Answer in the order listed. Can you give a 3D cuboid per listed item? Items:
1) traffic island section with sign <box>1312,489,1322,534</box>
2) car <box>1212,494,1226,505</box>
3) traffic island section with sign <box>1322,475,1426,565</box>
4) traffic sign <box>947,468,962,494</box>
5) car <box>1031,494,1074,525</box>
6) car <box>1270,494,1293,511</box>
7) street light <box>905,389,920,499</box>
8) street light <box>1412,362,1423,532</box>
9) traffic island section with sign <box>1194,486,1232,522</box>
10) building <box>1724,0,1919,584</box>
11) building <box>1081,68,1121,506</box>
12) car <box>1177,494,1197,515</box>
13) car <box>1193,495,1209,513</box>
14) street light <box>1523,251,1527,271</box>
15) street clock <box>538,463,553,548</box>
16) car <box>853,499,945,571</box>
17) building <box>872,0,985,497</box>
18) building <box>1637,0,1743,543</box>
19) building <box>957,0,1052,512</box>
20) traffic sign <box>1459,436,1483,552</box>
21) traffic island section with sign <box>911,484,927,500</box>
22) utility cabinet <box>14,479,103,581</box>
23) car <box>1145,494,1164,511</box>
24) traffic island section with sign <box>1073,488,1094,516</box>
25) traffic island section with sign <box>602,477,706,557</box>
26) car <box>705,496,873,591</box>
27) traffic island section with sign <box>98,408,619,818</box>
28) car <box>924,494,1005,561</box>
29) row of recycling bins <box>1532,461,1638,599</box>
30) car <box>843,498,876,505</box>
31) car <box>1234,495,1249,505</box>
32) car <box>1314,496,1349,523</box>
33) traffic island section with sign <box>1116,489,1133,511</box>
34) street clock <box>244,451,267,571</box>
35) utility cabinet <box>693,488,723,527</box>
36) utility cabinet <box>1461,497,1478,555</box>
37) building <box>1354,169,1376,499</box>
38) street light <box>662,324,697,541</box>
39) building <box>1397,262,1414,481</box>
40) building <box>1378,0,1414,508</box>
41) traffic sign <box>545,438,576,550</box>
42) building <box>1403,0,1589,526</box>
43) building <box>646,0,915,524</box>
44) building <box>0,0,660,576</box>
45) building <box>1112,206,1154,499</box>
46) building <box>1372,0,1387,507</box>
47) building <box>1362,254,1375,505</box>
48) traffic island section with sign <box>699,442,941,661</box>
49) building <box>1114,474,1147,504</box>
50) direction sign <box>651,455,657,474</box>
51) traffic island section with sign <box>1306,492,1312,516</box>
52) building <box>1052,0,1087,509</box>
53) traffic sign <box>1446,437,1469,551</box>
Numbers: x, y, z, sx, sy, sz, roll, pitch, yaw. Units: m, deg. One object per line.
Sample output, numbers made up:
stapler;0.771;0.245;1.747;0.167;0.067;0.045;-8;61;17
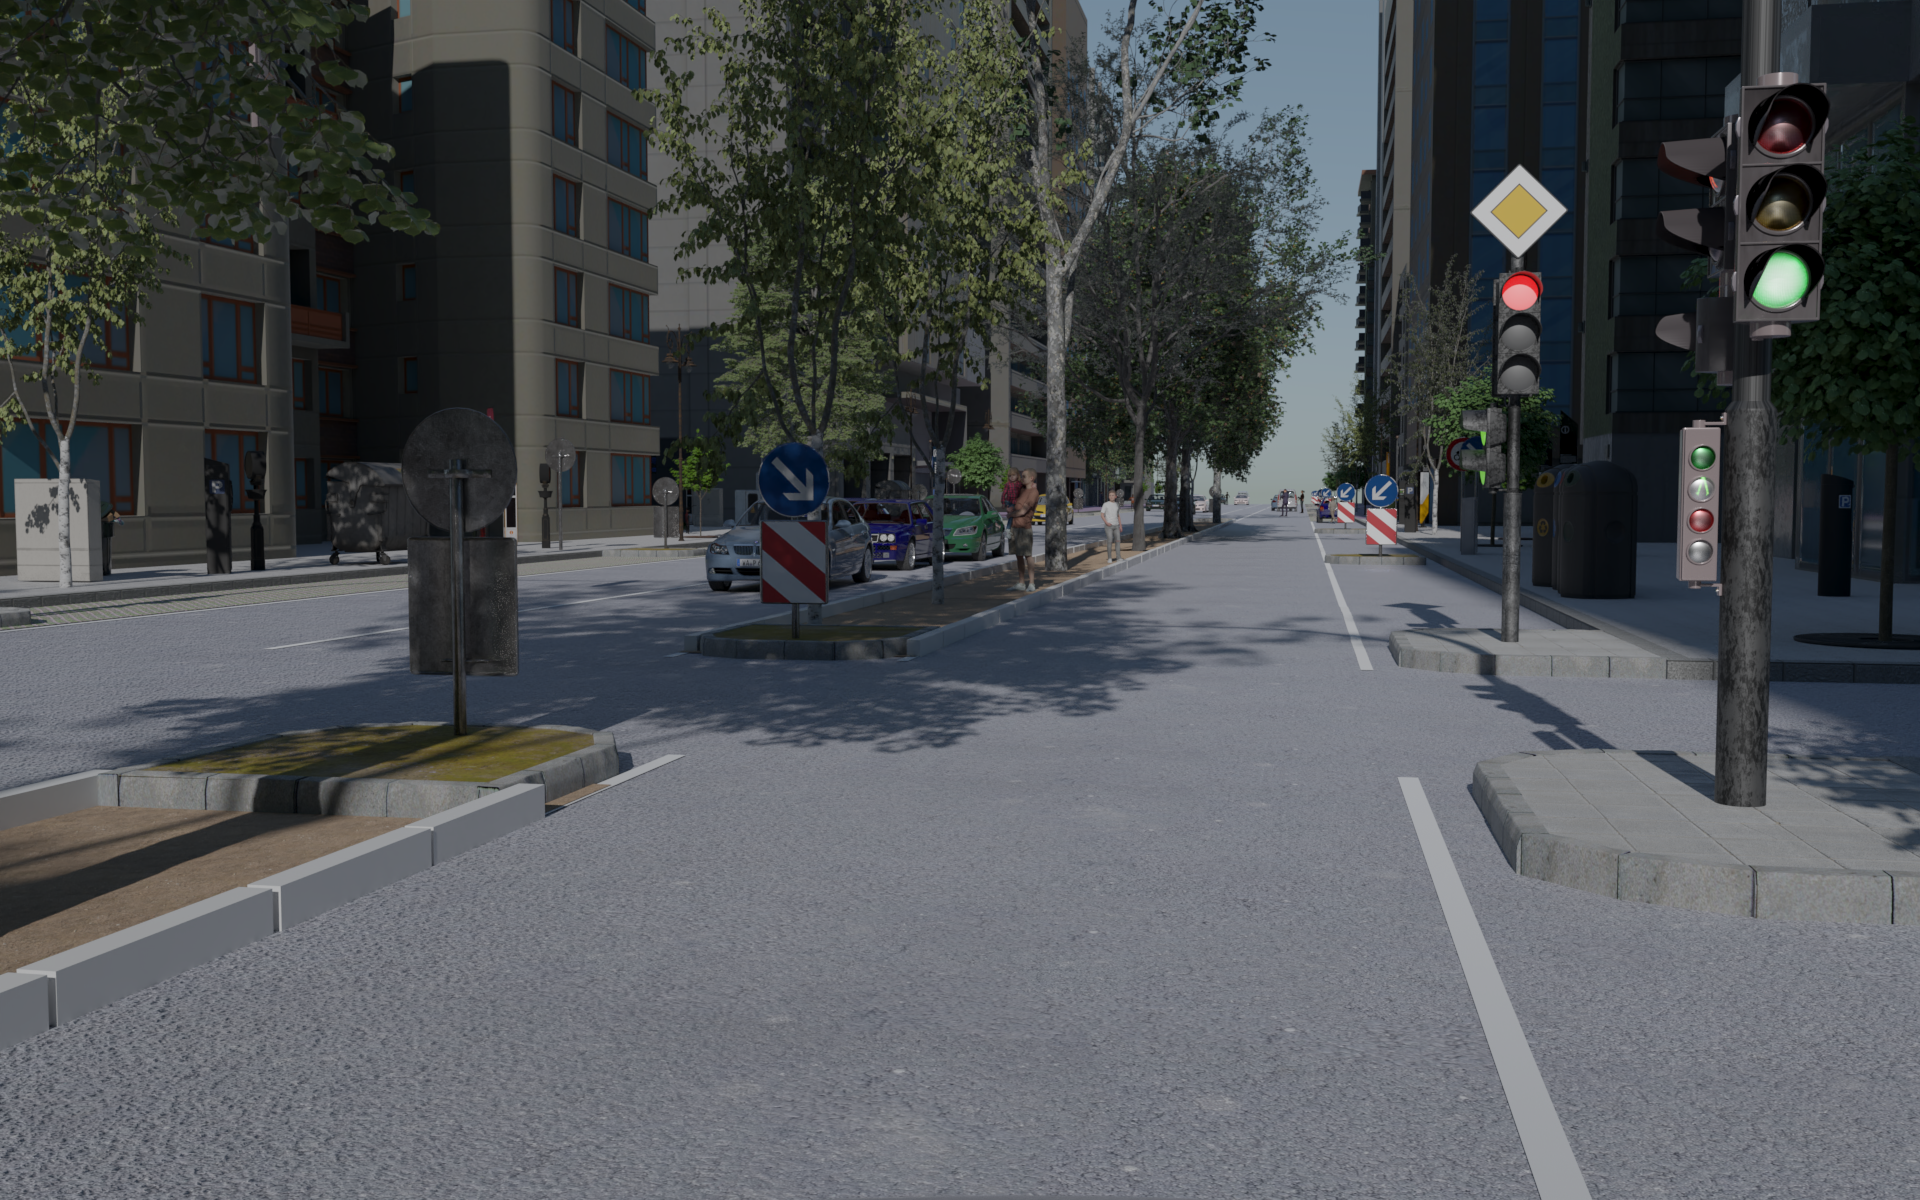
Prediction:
traffic island section with sign;13.980;-3.345;63.324;1.989;1.847;2.006;1;4;11
car;35.381;-13.850;236.226;2.009;1.686;4.222;1;4;10
traffic island section with sign;8.605;-1.673;35.978;1.989;1.847;2.006;1;4;11
traffic sign;-0.297;-5.225;85.540;0.768;2.556;0.104;1;4;12
car;4.241;-4.270;80.044;2.015;1.641;3.980;1;4;10
car;27.479;-8.305;147.790;2.014;1.417;4.499;1;4;12
street light;-2.122;-6.263;75.189;0.468;5.910;1.993;1;4;11
street light;15.624;-5.281;59.140;0.468;5.910;1.993;1;4;11
traffic island section with sign;13.168;-4.984;89.631;2.006;1.907;1.989;1;4;11
building;27.893;-24.807;25.210;30.456;49.044;23.786;1;4;11
building;6.059;-35.167;194.596;23.786;49.044;30.456;1;4;11
car;15.539;-6.782;120.667;2.009;1.686;4.222;1;4;9
car;18.173;-7.411;133.529;2.083;1.381;4.827;1;4;13
street light;10.011;-3.567;31.111;0.468;5.910;1.993;1;4;11
street clock;-9.790;-2.223;40.910;0.358;2.002;0.471;0;4;-8
car;-1.469;-1.292;33.712;1.945;1.354;3.894;1;4;12
building;-13.510;-31.810;109.333;28.713;52.752;27.495;1;4;11
building;25.420;-17.041;50.326;14.160;30.474;14.107;1;4;11
building;-5.027;-31.136;132.767;21.300;48.544;21.600;1;4;11
traffic sign;11.384;-2.327;38.159;0.768;2.556;0.104;1;4;20
traffic island section with sign;-1.645;-3.578;67.126;1.989;1.847;2.006;1;4;11
utility cabinet;-13.146;-1.015;25.279;1.173;1.500;0.318;1;4;10
car;16.491;-8.268;144.968;2.009;1.686;4.222;1;4;10
traffic island section with sign;7.920;-6.552;115.755;1.989;1.847;2.006;1;4;11
traffic island section with sign;-6.975;-1.923;40.062;1.989;1.847;2.006;1;4;11
car;-2.554;-0.916;26.977;2.014;1.417;4.499;1;4;10
traffic island section with sign;-2.781;-0.030;8.635;2.006;1.907;1.989;1;4;11
car;-0.125;-1.634;38.515;2.131;1.459;4.920;1;4;10
row of recycling bins;8.213;-0.956;22.751;1.069;1.692;3.534;1;4;11
car;-2.925;-1.955;44.548;1.945;1.354;3.894;1;4;11
car;36.802;-13.083;226.271;2.083;1.381;4.827;1;4;12
car;18.760;-4.537;86.764;1.945;1.354;3.894;1;4;10
traffic island section with sign;13.199;-8.189;142.525;1.989;1.847;2.006;1;4;11
street clock;-11.799;-1.497;29.050;0.358;2.002;0.471;-3;4;-39
utility cabinet;-9.813;-3.594;67.446;1.173;1.500;0.318;2;4;24
utility cabinet;10.877;-1.581;37.014;0.306;1.237;1.020;1;4;19
building;63.379;-35.042;227.566;22.147;44.769;28.867;1;4;11
street light;-7.611;-4.547;47.136;0.468;5.910;1.993;1;4;11
building;45.735;-16.894;121.255;27.650;21.520;28.899;1;4;11
building;46.944;-31.937;145.877;21.300;48.544;21.600;1;4;11
traffic sign;-9.117;-2.408;39.485;0.768;2.556;0.104;1;4;14
building;26.819;-25.903;73.621;14.600;45.320;14.200;1;4;11
building;-13.148;-39.444;83.163;20.563;71.187;20.611;1;4;11
building;-25.818;-12.085;42.636;27.650;21.520;28.899;1;4;11
building;19.408;-34.026;239.912;14.154;41.232;14.086;1;4;11
building;55.241;-39.349;185.360;21.231;58.520;28.212;1;4;11
building;55.600;-26.665;207.670;14.160;30.474;14.107;1;4;11
traffic island section with sign;-1.341;-0.475;15.901;2.006;1.907;1.989;1;4;11
building;7.360;-32.442;222.304;32.217;40.220;23.993;1;4;11
direction sign;-12.286;-4.630;67.694;0.876;3.537;0.379;0;4;-6
traffic island section with sign;23.762;-6.381;112.956;1.989;1.847;2.006;1;4;11
building;3.185;-30.541;149.463;14.600;45.320;14.200;1;4;11
traffic sign;11.239;-2.360;38.699;0.768;2.556;0.104;1;4;20
